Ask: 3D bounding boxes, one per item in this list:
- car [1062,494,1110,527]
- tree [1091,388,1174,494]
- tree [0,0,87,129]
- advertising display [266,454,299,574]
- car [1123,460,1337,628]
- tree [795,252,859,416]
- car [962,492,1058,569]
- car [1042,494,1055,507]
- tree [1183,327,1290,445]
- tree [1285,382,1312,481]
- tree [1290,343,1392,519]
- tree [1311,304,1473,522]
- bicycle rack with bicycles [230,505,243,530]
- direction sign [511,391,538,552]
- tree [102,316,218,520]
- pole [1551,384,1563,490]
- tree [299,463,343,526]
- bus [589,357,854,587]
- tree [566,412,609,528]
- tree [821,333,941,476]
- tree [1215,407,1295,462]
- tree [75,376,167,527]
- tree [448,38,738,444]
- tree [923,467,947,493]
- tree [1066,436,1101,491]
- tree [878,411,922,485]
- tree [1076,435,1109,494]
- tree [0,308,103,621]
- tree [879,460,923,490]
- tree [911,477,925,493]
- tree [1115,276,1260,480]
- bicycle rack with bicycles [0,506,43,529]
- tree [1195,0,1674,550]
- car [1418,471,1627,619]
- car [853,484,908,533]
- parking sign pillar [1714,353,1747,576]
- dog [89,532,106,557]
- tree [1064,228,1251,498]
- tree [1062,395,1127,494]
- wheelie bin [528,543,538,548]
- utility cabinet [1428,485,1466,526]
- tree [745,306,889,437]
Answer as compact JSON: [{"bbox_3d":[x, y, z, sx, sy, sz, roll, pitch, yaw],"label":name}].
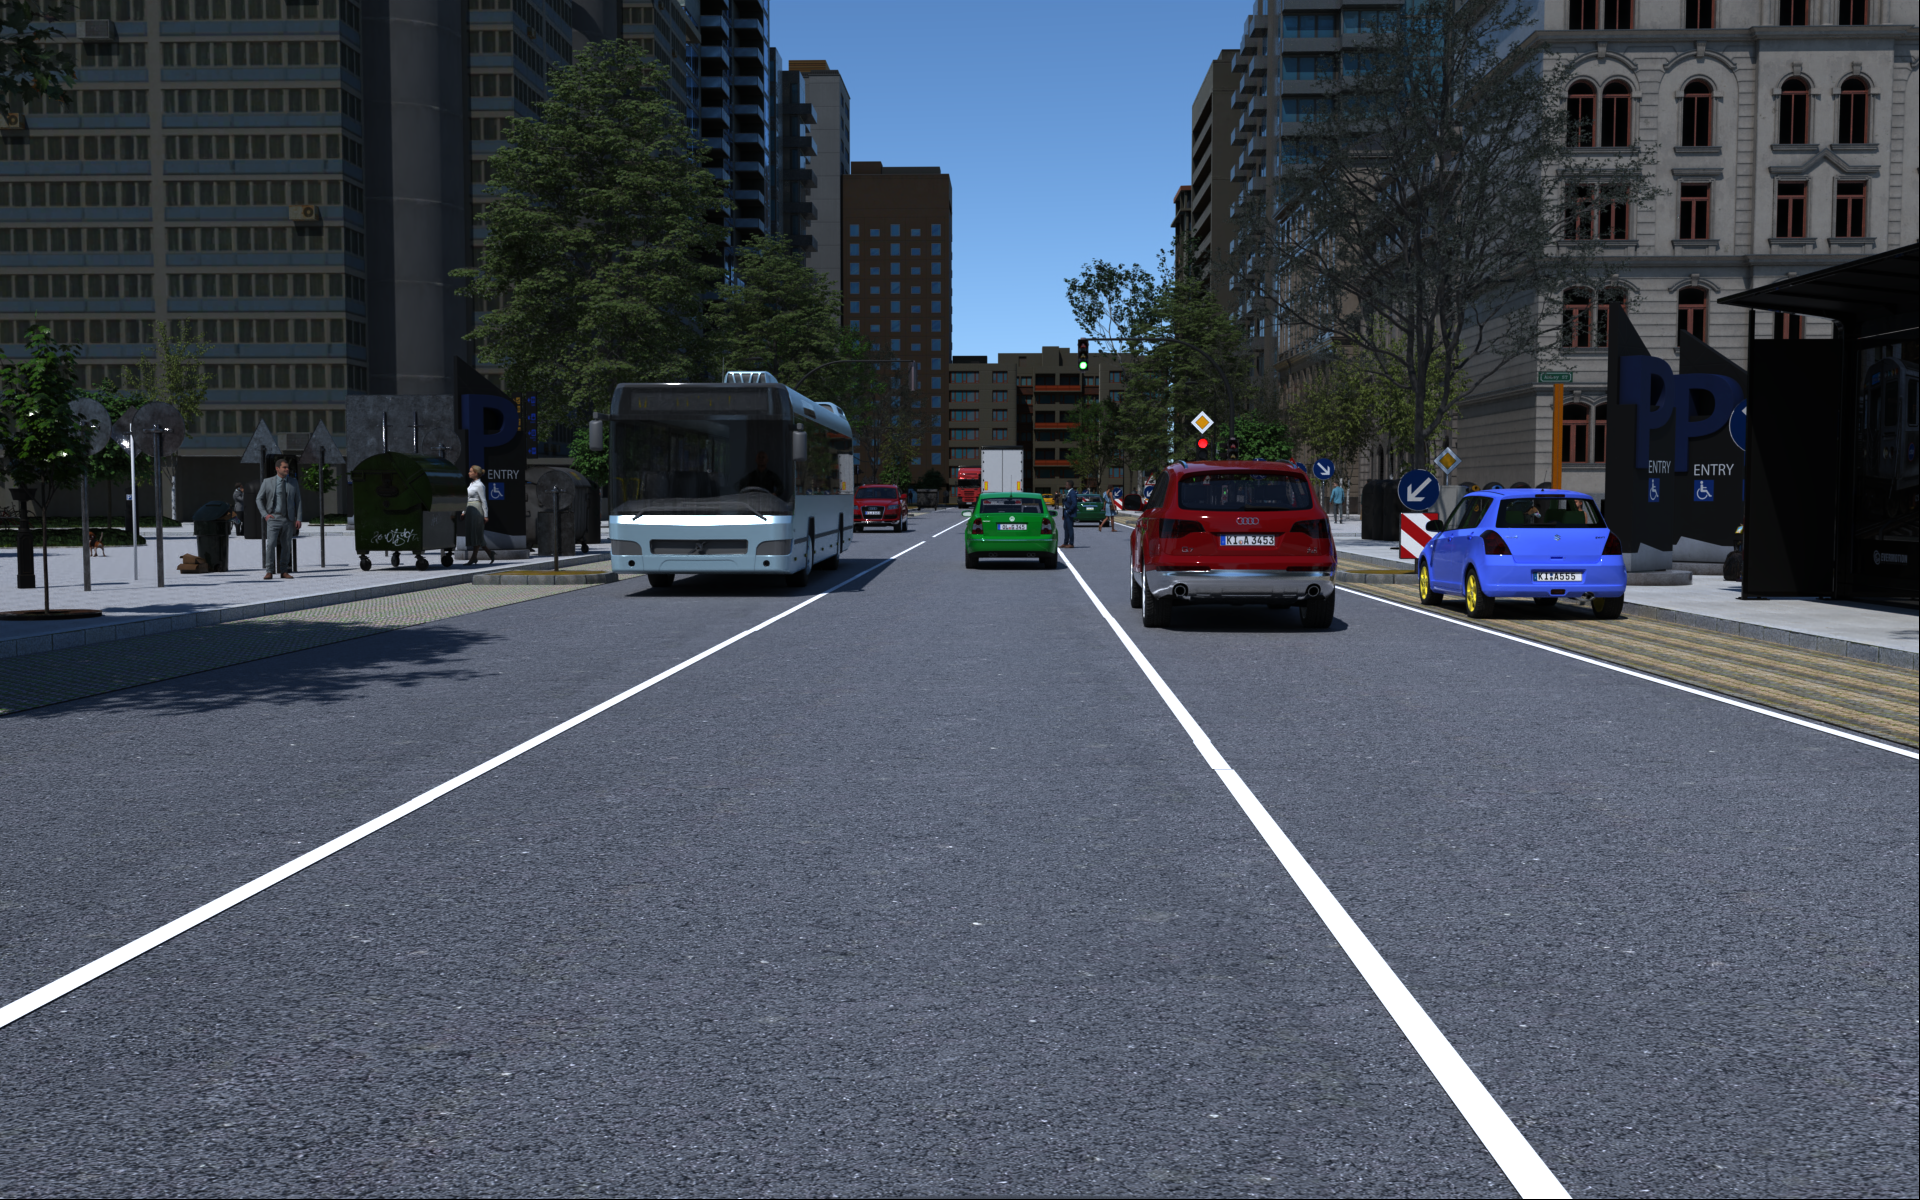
[{"bbox_3d":[5.625,-3.975,76.797,2.131,1.459,4.920,0,4,1],"label":"car"},{"bbox_3d":[14.254,-12.677,141.680,7.601,10.594,8.767,-2,4,-27],"label":"tree"},{"bbox_3d":[-10.589,-5.639,9.209,9.611,12.733,9.660,0,3,0],"label":"tree"},{"bbox_3d":[-10.977,-1.399,28.091,0.123,1.923,0.974,0,4,1],"label":"advertising display"},{"bbox_3d":[3.064,-0.701,20.127,2.281,1.827,5.304,0,4,3],"label":"car"},{"bbox_3d":[-7.933,-9.638,75.707,7.486,12.596,7.792,0,3,0],"label":"tree"},{"bbox_3d":[1.002,-1.581,34.643,1.959,1.807,4.718,0,4,1],"label":"car"},{"bbox_3d":[9.931,-11.482,197.953,2.015,1.641,3.980,0,4,0],"label":"car"},{"bbox_3d":[12.099,-7.741,76.929,4.360,8.622,3.978,0,3,0],"label":"tree"},{"bbox_3d":[17.482,-7.934,80.075,4.737,8.622,4.395,0,3,0],"label":"tree"},{"bbox_3d":[18.954,-8.238,85.050,4.360,8.622,3.978,0,3,0],"label":"tree"},{"bbox_3d":[16.851,-7.104,66.515,4.737,8.622,4.395,0,3,0],"label":"tree"},{"bbox_3d":[-24.474,-2.865,60.218,2.852,0.926,2.925,0,4,-3],"label":"bicycle rack with bicycles"},{"bbox_3d":[-9.633,-2.837,38.379,0.876,3.537,0.379,3,5,39],"label":"direction sign"},{"bbox_3d":[-32.617,-7.391,71.209,4.737,8.622,4.395,0,3,0],"label":"tree"},{"bbox_3d":[11.070,-2.342,32.137,0.158,3.312,0.155,0,3,0],"label":"pole"},{"bbox_3d":[-25.562,-4.584,69.543,1.663,3.219,1.824,0,3,0],"label":"tree"},{"bbox_3d":[-3.547,-2.120,29.520,2.948,3.499,13.247,0,4,0],"label":"bus"},{"bbox_3d":[-13.433,-5.078,66.741,4.285,4.588,4.351,0,3,0],"label":"tree"},{"bbox_3d":[-6.555,-13.528,131.549,12.009,13.543,11.850,0,3,0],"label":"tree"},{"bbox_3d":[11.148,-5.022,65.825,4.285,4.588,4.351,0,3,0],"label":"tree"},{"bbox_3d":[-23.739,-3.946,48.239,4.285,4.588,4.351,0,3,0],"label":"tree"},{"bbox_3d":[-9.093,-7.695,43.933,7.486,12.596,7.792,0,3,0],"label":"tree"},{"bbox_3d":[-3.190,-13.587,205.863,4.285,4.588,4.351,0,3,0],"label":"tree"},{"bbox_3d":[14.687,-15.344,201.239,4.737,8.622,4.395,0,3,0],"label":"tree"},{"bbox_3d":[-5.278,-11.918,145.226,4.737,8.622,4.395,0,3,0],"label":"tree"},{"bbox_3d":[15.924,-15.898,210.286,4.360,8.622,3.978,0,3,0],"label":"tree"},{"bbox_3d":[-9.505,-1.437,18.090,1.663,3.219,1.824,0,3,0],"label":"tree"},{"bbox_3d":[-5.927,-10.857,161.222,4.285,4.588,4.351,0,3,0],"label":"tree"},{"bbox_3d":[-4.578,-12.330,196.191,1.663,3.219,1.824,0,3,0],"label":"tree"},{"bbox_3d":[12.087,-10.559,90.765,7.486,12.596,7.792,0,3,0],"label":"tree"},{"bbox_3d":[-28.494,-2.236,49.948,2.925,0.926,2.852,0,4,6],"label":"bicycle rack with bicycles"},{"bbox_3d":[10.676,-7.899,39.522,12.009,13.543,11.850,0,3,0],"label":"tree"},{"bbox_3d":[6.735,-0.703,21.084,1.945,1.707,3.694,0,4,2],"label":"car"},{"bbox_3d":[-3.105,-3.499,65.885,2.281,1.827,5.304,0,4,2],"label":"car"},{"bbox_3d":[12.085,-2.408,27.845,1.447,3.967,1.447,-2,4,-35],"label":"parking sign pillar"},{"bbox_3d":[-17.743,-1.145,35.544,0.540,0.507,0.406,0,4,2],"label":"dog"},{"bbox_3d":[14.059,-16.362,123.410,12.611,20.169,13.585,0,3,0],"label":"tree"},{"bbox_3d":[14.456,-15.577,180.438,9.928,11.665,9.643,0,3,0],"label":"tree"},{"bbox_3d":[-9.961,-2.043,41.310,0.693,1.594,0.980,1,4,22],"label":"wheelie bin"},{"bbox_3d":[12.532,-2.195,44.574,0.318,1.500,1.173,-1,4,-21],"label":"utility cabinet"},{"bbox_3d":[-7.928,-10.400,95.796,9.928,11.665,9.643,0,3,0],"label":"tree"}]
